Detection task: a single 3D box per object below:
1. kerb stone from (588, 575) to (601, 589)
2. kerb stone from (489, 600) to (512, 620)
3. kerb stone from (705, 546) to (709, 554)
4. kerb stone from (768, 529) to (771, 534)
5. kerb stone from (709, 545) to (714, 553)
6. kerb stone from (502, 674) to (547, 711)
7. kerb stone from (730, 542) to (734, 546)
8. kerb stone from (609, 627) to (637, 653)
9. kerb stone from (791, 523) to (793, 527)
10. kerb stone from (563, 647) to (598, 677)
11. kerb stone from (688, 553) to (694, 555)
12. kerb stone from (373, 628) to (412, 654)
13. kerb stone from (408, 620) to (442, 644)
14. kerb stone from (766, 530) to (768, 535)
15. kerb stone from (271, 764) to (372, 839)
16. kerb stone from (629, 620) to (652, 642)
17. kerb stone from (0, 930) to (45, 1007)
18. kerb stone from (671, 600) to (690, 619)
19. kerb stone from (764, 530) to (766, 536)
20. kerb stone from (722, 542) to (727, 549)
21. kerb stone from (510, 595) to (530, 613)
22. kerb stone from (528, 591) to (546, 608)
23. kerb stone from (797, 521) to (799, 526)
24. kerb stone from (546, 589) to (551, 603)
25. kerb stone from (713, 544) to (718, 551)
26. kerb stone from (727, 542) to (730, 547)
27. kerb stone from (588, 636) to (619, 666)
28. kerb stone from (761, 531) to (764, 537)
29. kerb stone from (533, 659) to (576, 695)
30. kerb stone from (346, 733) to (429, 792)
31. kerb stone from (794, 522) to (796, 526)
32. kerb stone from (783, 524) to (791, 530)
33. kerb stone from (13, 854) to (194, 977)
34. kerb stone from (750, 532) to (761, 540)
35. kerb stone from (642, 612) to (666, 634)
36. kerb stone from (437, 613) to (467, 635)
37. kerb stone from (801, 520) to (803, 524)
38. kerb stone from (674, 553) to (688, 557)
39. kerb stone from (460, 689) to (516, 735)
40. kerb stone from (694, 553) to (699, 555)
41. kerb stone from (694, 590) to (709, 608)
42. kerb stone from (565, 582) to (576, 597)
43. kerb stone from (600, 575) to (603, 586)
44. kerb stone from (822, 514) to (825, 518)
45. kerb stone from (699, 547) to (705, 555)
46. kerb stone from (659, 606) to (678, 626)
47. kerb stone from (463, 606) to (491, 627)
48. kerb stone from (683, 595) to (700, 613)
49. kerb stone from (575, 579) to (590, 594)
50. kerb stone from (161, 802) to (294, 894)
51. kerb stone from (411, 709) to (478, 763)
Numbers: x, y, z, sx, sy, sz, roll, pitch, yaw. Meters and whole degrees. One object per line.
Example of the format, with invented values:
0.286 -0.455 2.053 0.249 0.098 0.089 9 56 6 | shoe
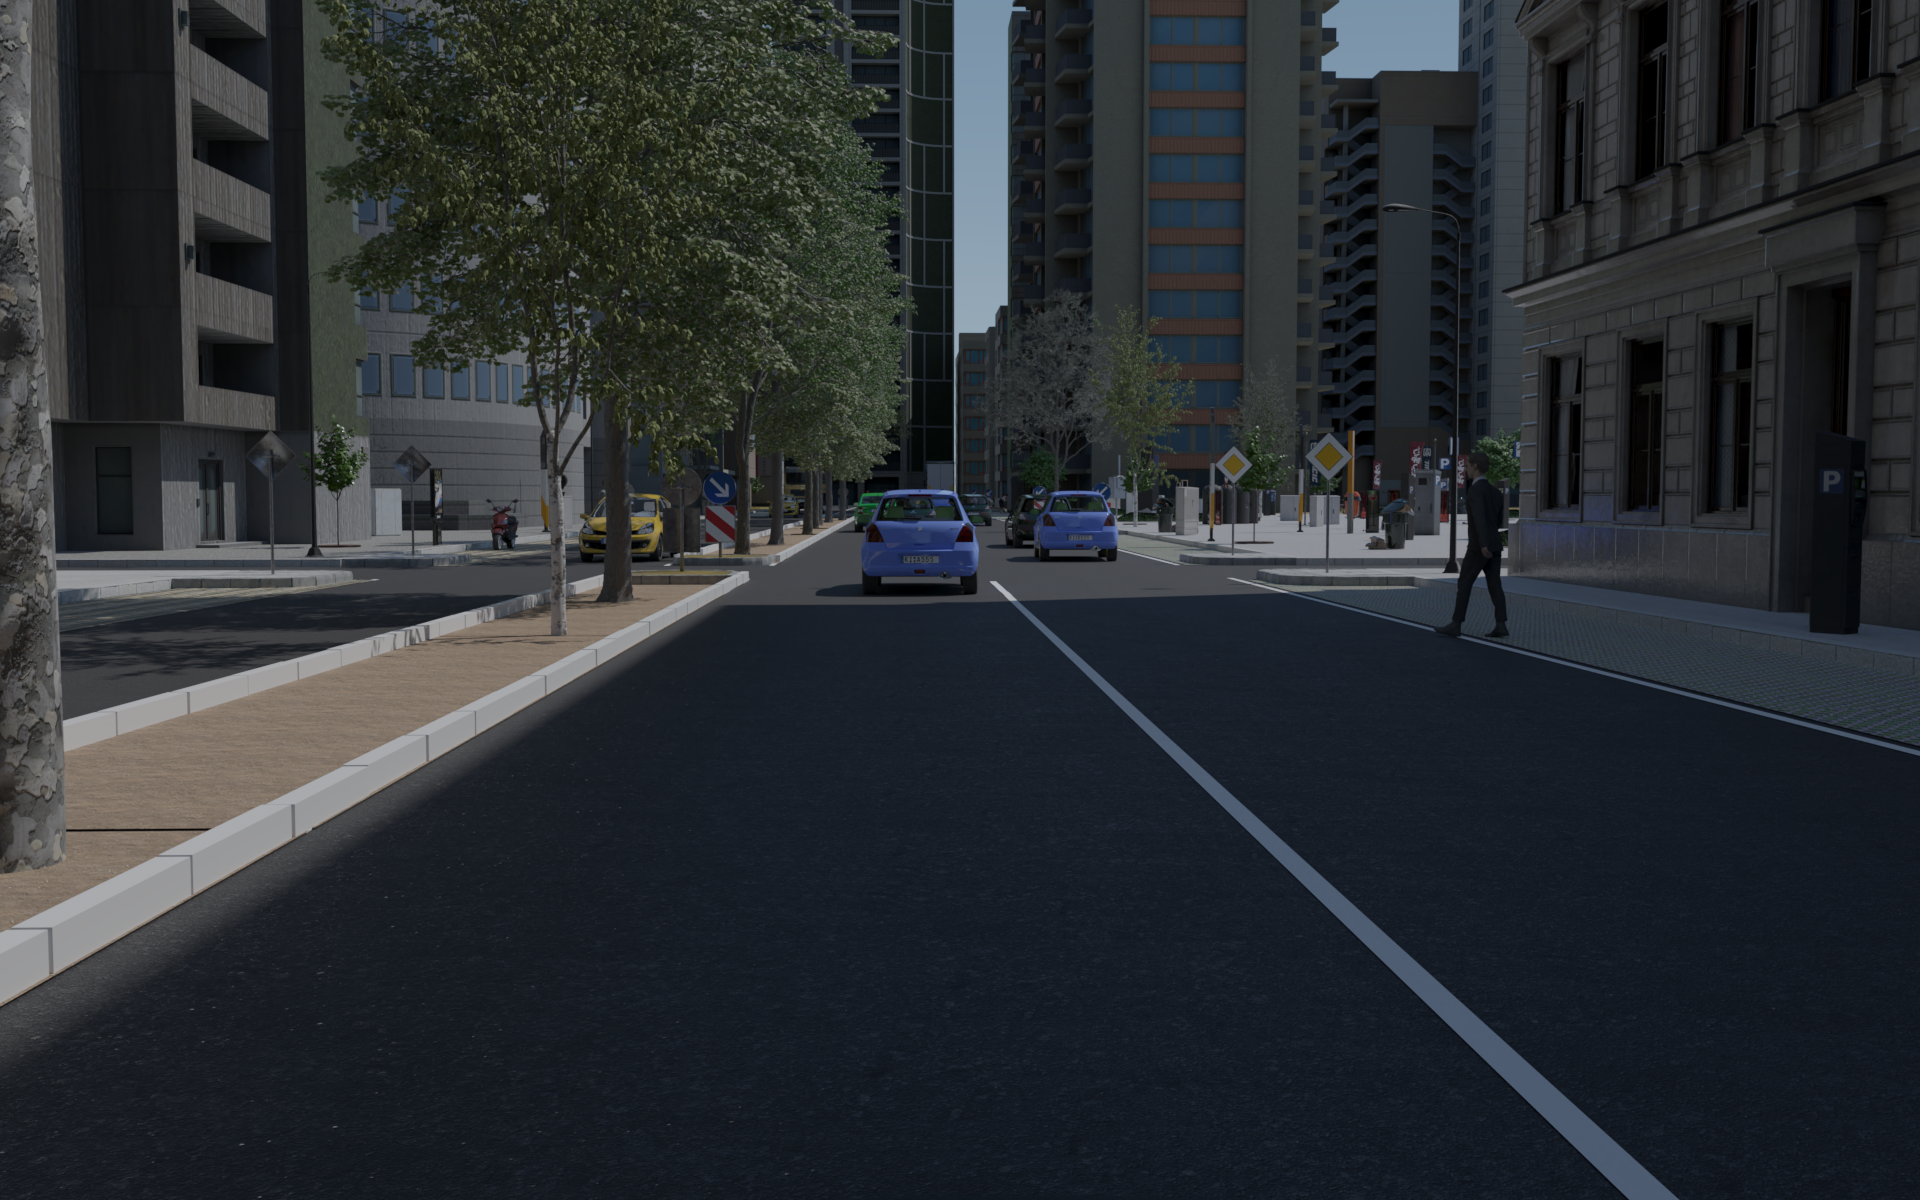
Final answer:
-5.585 -0.237 26.077 0.120 0.150 1.000 0 4 -2 | kerb stone
-5.360 0.139 19.918 0.120 0.150 1.000 0 4 -2 | kerb stone
-6.102 -1.147 40.942 0.120 0.150 1.000 0 4 -2 | kerb stone
-6.781 -2.336 60.388 0.120 0.150 1.000 0 4 -2 | kerb stone
-6.133 -1.206 41.966 0.120 0.150 1.000 0 4 -2 | kerb stone
-2.986 0.644 11.778 0.120 0.150 1.000 0 4 -2 | kerb stone
-6.308 -1.517 47.080 0.120 0.150 1.000 0 4 -2 | kerb stone
-3.127 0.386 15.887 0.120 0.150 1.000 0 4 -2 | kerb stone
-7.212 -3.087 72.665 0.120 0.150 1.000 0 4 -2 | kerb stone
-3.056 0.518 13.828 0.120 0.150 1.000 0 4 -2 | kerb stone
-5.996 -0.948 37.867 0.120 0.150 1.000 0 4 -2 | kerb stone
-5.229 0.390 15.827 0.120 0.150 1.000 0 4 -2 | kerb stone
-5.258 0.328 16.849 0.120 0.150 1.000 0 4 -2 | kerb stone
-6.749 -2.273 59.358 0.120 0.150 1.000 0 4 -2 | kerb stone
-2.836 0.892 7.685 0.120 0.150 1.000 0 4 -2 | kerb stone
-3.168 0.331 16.913 0.120 0.150 1.000 0 4 -2 | kerb stone
-2.734 1.078 4.613 0.120 0.150 1.000 0 4 -2 | kerb stone
-3.272 0.134 20.001 0.120 0.150 1.000 0 4 -2 | kerb stone
-6.713 -2.205 58.330 0.120 0.150 1.000 0 4 -2 | kerb stone
-6.241 -1.393 45.031 0.120 0.150 1.000 0 4 -2 | kerb stone
-5.403 0.076 20.953 0.120 0.150 1.000 0 4 -2 | kerb stone
-5.443 0.014 21.974 0.120 0.150 1.000 0 4 -2 | kerb stone
-7.354 -3.338 76.770 0.120 0.150 1.000 0 4 -2 | kerb stone
-5.462 -0.046 22.997 0.120 0.150 1.000 0 4 -2 | kerb stone
-6.173 -1.272 42.987 0.120 0.150 1.000 0 4 -2 | kerb stone
-6.286 -1.455 46.052 0.120 0.150 1.000 0 4 -2 | kerb stone
-3.085 0.451 14.857 0.120 0.150 1.000 0 4 -2 | kerb stone
-6.680 -2.147 57.302 0.120 0.150 1.000 0 4 -2 | kerb stone
-3.014 0.580 12.800 0.120 0.150 1.000 0 4 -2 | kerb stone
-2.881 0.825 8.706 0.120 0.150 1.000 0 4 -2 | kerb stone
-7.286 -3.212 74.709 0.120 0.150 1.000 0 4 -2 | kerb stone
-7.175 -3.024 71.644 0.120 0.150 1.000 0 4 -2 | kerb stone
-2.768 1.015 5.634 0.120 0.150 1.000 0 4 -2 | kerb stone
-6.637 -2.077 56.276 0.120 0.150 1.000 0 4 -2 | kerb stone
-3.199 0.260 17.945 0.120 0.150 1.000 0 4 -2 | kerb stone
-5.295 0.265 17.870 0.120 0.150 1.000 0 4 -2 | kerb stone
-7.459 -3.526 79.838 0.120 0.150 1.000 0 4 -2 | kerb stone
-5.964 -0.895 36.834 0.120 0.150 1.000 0 4 -2 | kerb stone
-2.942 0.700 10.752 0.120 0.150 1.000 0 4 -2 | kerb stone
-6.029 -1.017 38.898 0.120 0.150 1.000 0 4 -2 | kerb stone
-3.340 0.009 22.047 0.120 0.150 1.000 0 4 -2 | kerb stone
-5.510 -0.110 24.022 0.120 0.150 1.000 0 4 -2 | kerb stone
-5.617 -0.300 27.101 0.120 0.150 1.000 0 4 -2 | kerb stone
-8.500 -5.345 109.582 0.120 0.150 1.000 0 4 -2 | kerb stone
-6.065 -1.084 39.920 0.120 0.150 1.000 0 4 -2 | kerb stone
-3.238 0.200 18.980 0.120 0.150 1.000 0 4 -2 | kerb stone
-5.327 0.202 18.892 0.120 0.150 1.000 0 4 -2 | kerb stone
-3.304 0.072 21.023 0.120 0.150 1.000 0 4 -2 | kerb stone
-5.547 -0.175 25.056 0.120 0.150 1.000 0 4 -2 | kerb stone
-2.806 0.950 6.657 0.120 0.150 1.000 0 4 -2 | kerb stone
-2.908 0.763 9.727 0.120 0.150 1.000 0 4 -2 | kerb stone
